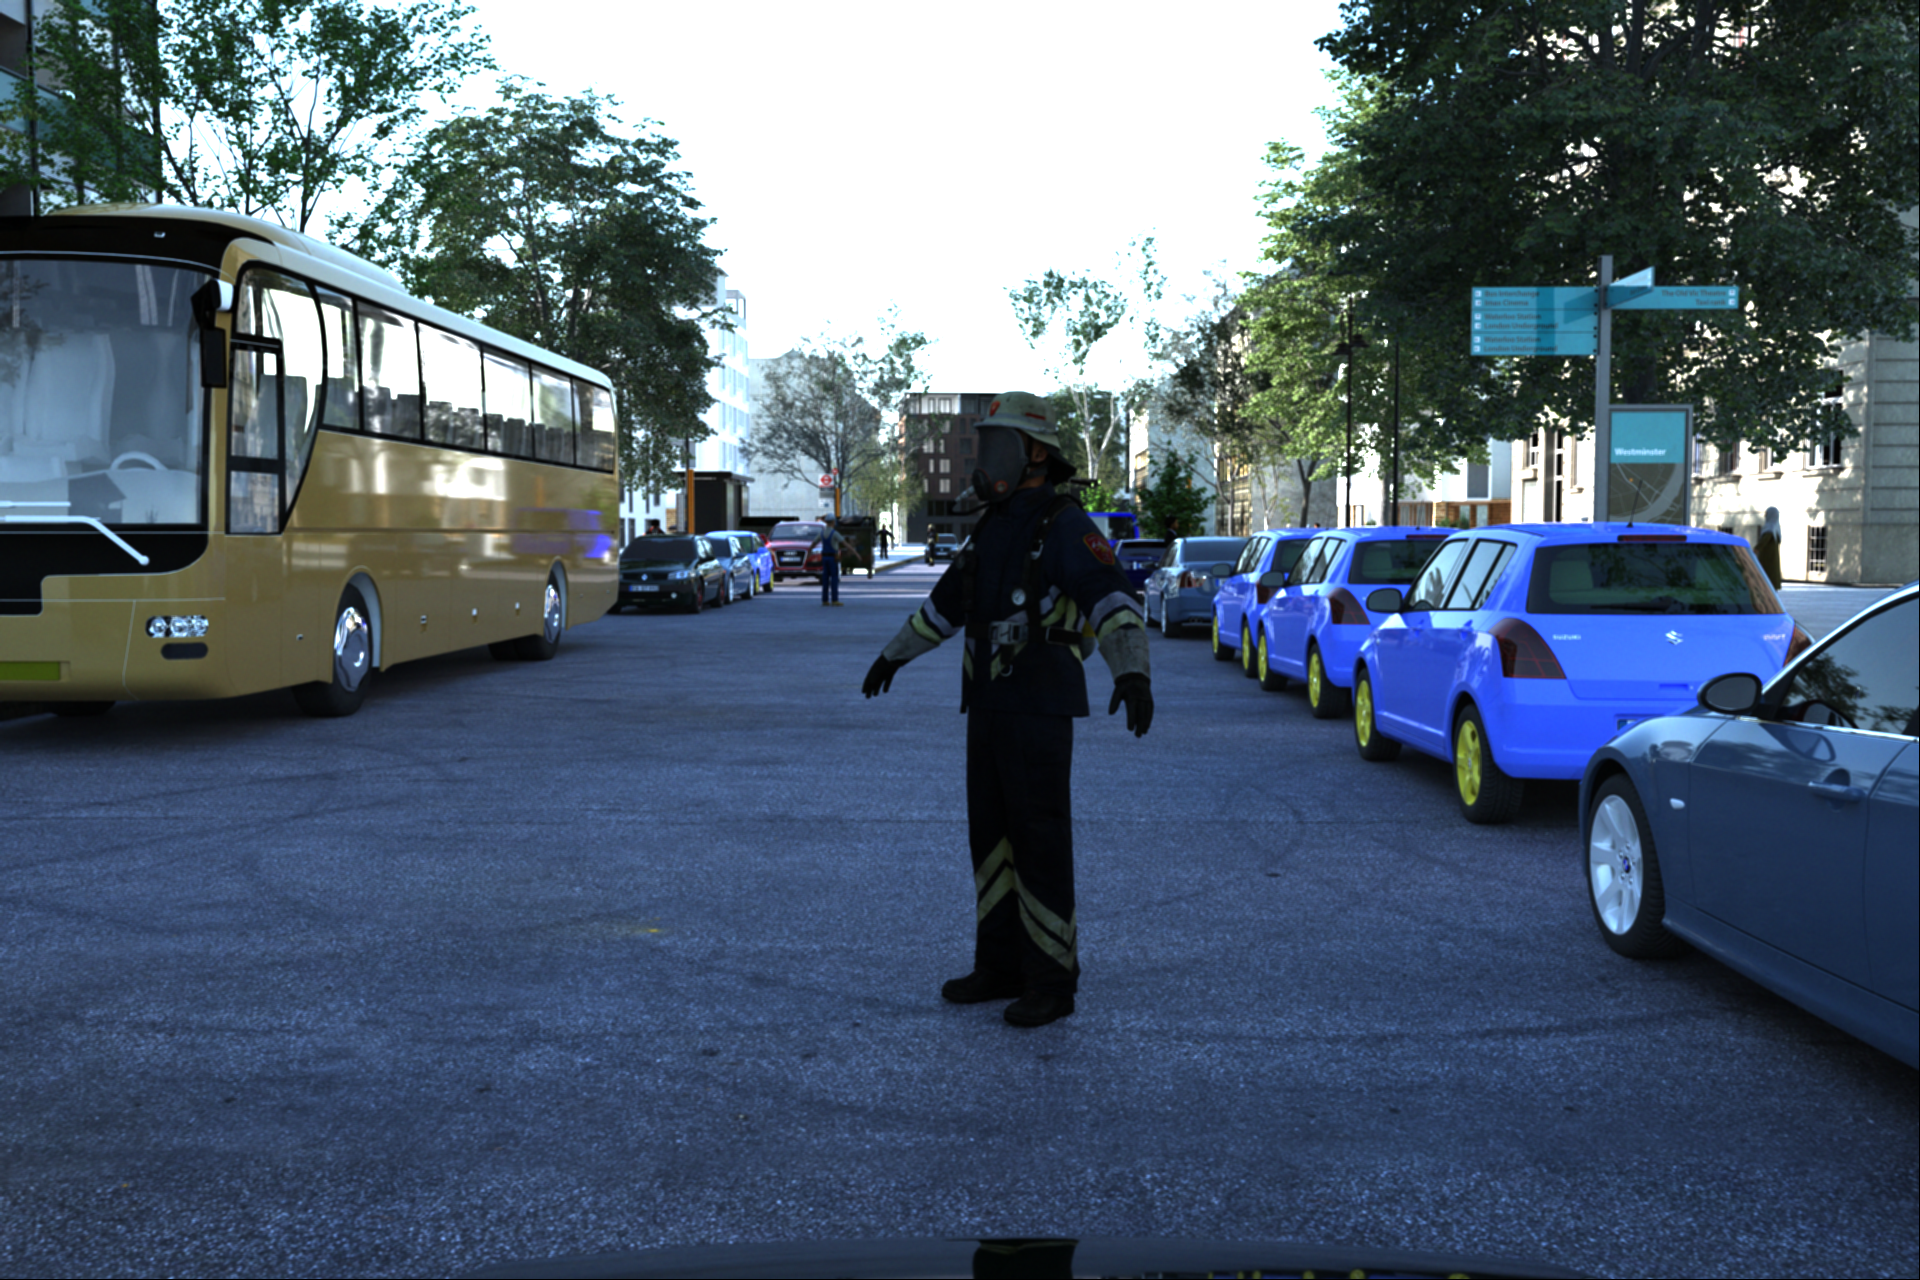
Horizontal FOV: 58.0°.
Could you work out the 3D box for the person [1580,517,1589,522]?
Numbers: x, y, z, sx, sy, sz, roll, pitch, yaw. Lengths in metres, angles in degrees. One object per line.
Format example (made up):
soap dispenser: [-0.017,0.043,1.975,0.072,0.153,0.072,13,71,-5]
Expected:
person: [17.666,-2.595,48.885,1.216,1.778,0.721,3,5,43]

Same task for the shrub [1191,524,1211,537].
shrub: [8.580,-3.740,65.184,1.661,2.075,1.752,0,3,0]

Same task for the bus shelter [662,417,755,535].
bus shelter: [-8.656,-4.992,59.247,2.179,5.291,8.768,0,4,1]

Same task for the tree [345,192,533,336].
tree: [-11.294,-5.305,37.096,4.737,8.622,4.395,0,3,0]

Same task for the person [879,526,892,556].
person: [-4.492,-5.811,100.984,1.349,1.833,0.705,2,4,29]

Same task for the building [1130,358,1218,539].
building: [29.937,-22.472,198.338,19.493,23.208,18.063,0,4,1]

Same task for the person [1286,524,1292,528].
person: [18.522,-5.614,97.560,0.705,1.858,1.354,3,5,40]

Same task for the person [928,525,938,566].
person: [-1.296,-4.227,77.355,0.705,1.856,1.354,0,4,-1]

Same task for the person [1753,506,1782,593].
person: [13.286,-1.334,28.591,0.721,1.736,1.217,3,4,38]

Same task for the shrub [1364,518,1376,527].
shrub: [19.537,-4.741,81.933,1.690,2.028,1.600,0,3,0]

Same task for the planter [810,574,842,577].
planter: [-5.043,-2.291,58.599,1.991,0.319,1.994,0,4,1]

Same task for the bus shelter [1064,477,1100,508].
bus shelter: [4.973,-4.975,72.621,1.731,3.624,6.357,0,4,2]

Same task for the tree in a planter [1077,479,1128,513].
tree in a planter: [4.550,-3.590,55.913,1.991,3.239,1.994,0,4,1]

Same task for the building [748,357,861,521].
building: [-20.382,-19.740,189.214,16.747,18.905,31.486,0,4,1]

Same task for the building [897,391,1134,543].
building: [7.598,-25.228,258.903,32.646,21.610,27.936,0,4,-5]

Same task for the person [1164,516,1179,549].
person: [3.663,-1.230,29.281,0.721,1.740,1.216,0,4,2]

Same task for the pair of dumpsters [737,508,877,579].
pair of dumpsters: [-4.903,-3.093,55.514,4.436,2.255,1.574,0,4,2]

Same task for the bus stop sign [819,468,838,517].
bus stop sign: [-5.283,-4.994,70.353,0.855,3.939,0.416,0,4,2]

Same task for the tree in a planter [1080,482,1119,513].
tree in a planter: [4.608,-3.811,59.525,1.991,3.239,1.994,0,4,1]

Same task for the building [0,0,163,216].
building: [-29.292,-12.973,18.681,21.656,26.213,47.522,0,4,2]

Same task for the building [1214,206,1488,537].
building: [27.999,-17.615,118.929,19.493,23.208,18.063,0,4,1]

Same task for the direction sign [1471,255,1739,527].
direction sign: [6.174,-1.677,16.173,2.525,3.948,1.411,0,4,2]

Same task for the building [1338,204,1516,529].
building: [27.272,-14.899,100.013,16.016,20.090,11.380,0,4,2]

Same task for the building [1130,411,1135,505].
building: [31.765,-22.044,226.871,16.747,18.905,31.486,0,4,2]

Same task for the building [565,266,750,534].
building: [-21.965,-16.349,123.730,16.016,20.090,11.380,0,4,2]

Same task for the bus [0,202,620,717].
bus: [-5.891,-1.547,16.835,2.896,3.916,12.252,0,4,1]

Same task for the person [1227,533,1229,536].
person: [14.385,-5.271,92.314,0.704,1.812,1.346,-1,4,-11]

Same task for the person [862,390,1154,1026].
person: [0.159,0.187,5.185,0.705,1.856,1.354,-2,4,-35]

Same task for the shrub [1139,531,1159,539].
shrub: [7.942,-3.974,69.017,1.661,2.075,1.752,0,3,0]

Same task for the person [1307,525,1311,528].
person: [19.979,-5.700,99.326,0.704,1.817,1.347,-1,4,-17]

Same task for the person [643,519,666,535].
person: [-11.130,-3.490,63.207,1.345,1.843,0.704,-1,4,-13]

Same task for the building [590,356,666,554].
building: [-20.572,-9.366,95.283,9.099,9.664,28.070,0,4,2]

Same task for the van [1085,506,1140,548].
van: [4.241,-2.871,51.330,2.240,2.365,5.245,0,4,2]

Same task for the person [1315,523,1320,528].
person: [17.029,-4.680,82.709,0.705,1.806,1.347,3,4,37]

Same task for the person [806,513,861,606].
person: [-2.570,-1.608,34.605,1.347,1.847,0.705,2,4,33]

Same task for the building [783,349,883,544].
building: [-19.702,-23.442,214.198,19.493,23.208,18.063,0,4,1]

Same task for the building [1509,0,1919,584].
building: [28.986,-13.606,54.487,16.112,23.069,30.059,0,4,1]

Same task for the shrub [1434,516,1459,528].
shrub: [19.365,-3.942,68.868,1.690,2.028,1.600,0,3,0]

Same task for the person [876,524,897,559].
person: [-3.912,-5.085,89.364,1.346,1.802,0.704,-1,4,-15]

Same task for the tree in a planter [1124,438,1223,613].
tree in a planter: [3.952,-2.145,32.294,1.991,3.239,1.994,0,4,1]
